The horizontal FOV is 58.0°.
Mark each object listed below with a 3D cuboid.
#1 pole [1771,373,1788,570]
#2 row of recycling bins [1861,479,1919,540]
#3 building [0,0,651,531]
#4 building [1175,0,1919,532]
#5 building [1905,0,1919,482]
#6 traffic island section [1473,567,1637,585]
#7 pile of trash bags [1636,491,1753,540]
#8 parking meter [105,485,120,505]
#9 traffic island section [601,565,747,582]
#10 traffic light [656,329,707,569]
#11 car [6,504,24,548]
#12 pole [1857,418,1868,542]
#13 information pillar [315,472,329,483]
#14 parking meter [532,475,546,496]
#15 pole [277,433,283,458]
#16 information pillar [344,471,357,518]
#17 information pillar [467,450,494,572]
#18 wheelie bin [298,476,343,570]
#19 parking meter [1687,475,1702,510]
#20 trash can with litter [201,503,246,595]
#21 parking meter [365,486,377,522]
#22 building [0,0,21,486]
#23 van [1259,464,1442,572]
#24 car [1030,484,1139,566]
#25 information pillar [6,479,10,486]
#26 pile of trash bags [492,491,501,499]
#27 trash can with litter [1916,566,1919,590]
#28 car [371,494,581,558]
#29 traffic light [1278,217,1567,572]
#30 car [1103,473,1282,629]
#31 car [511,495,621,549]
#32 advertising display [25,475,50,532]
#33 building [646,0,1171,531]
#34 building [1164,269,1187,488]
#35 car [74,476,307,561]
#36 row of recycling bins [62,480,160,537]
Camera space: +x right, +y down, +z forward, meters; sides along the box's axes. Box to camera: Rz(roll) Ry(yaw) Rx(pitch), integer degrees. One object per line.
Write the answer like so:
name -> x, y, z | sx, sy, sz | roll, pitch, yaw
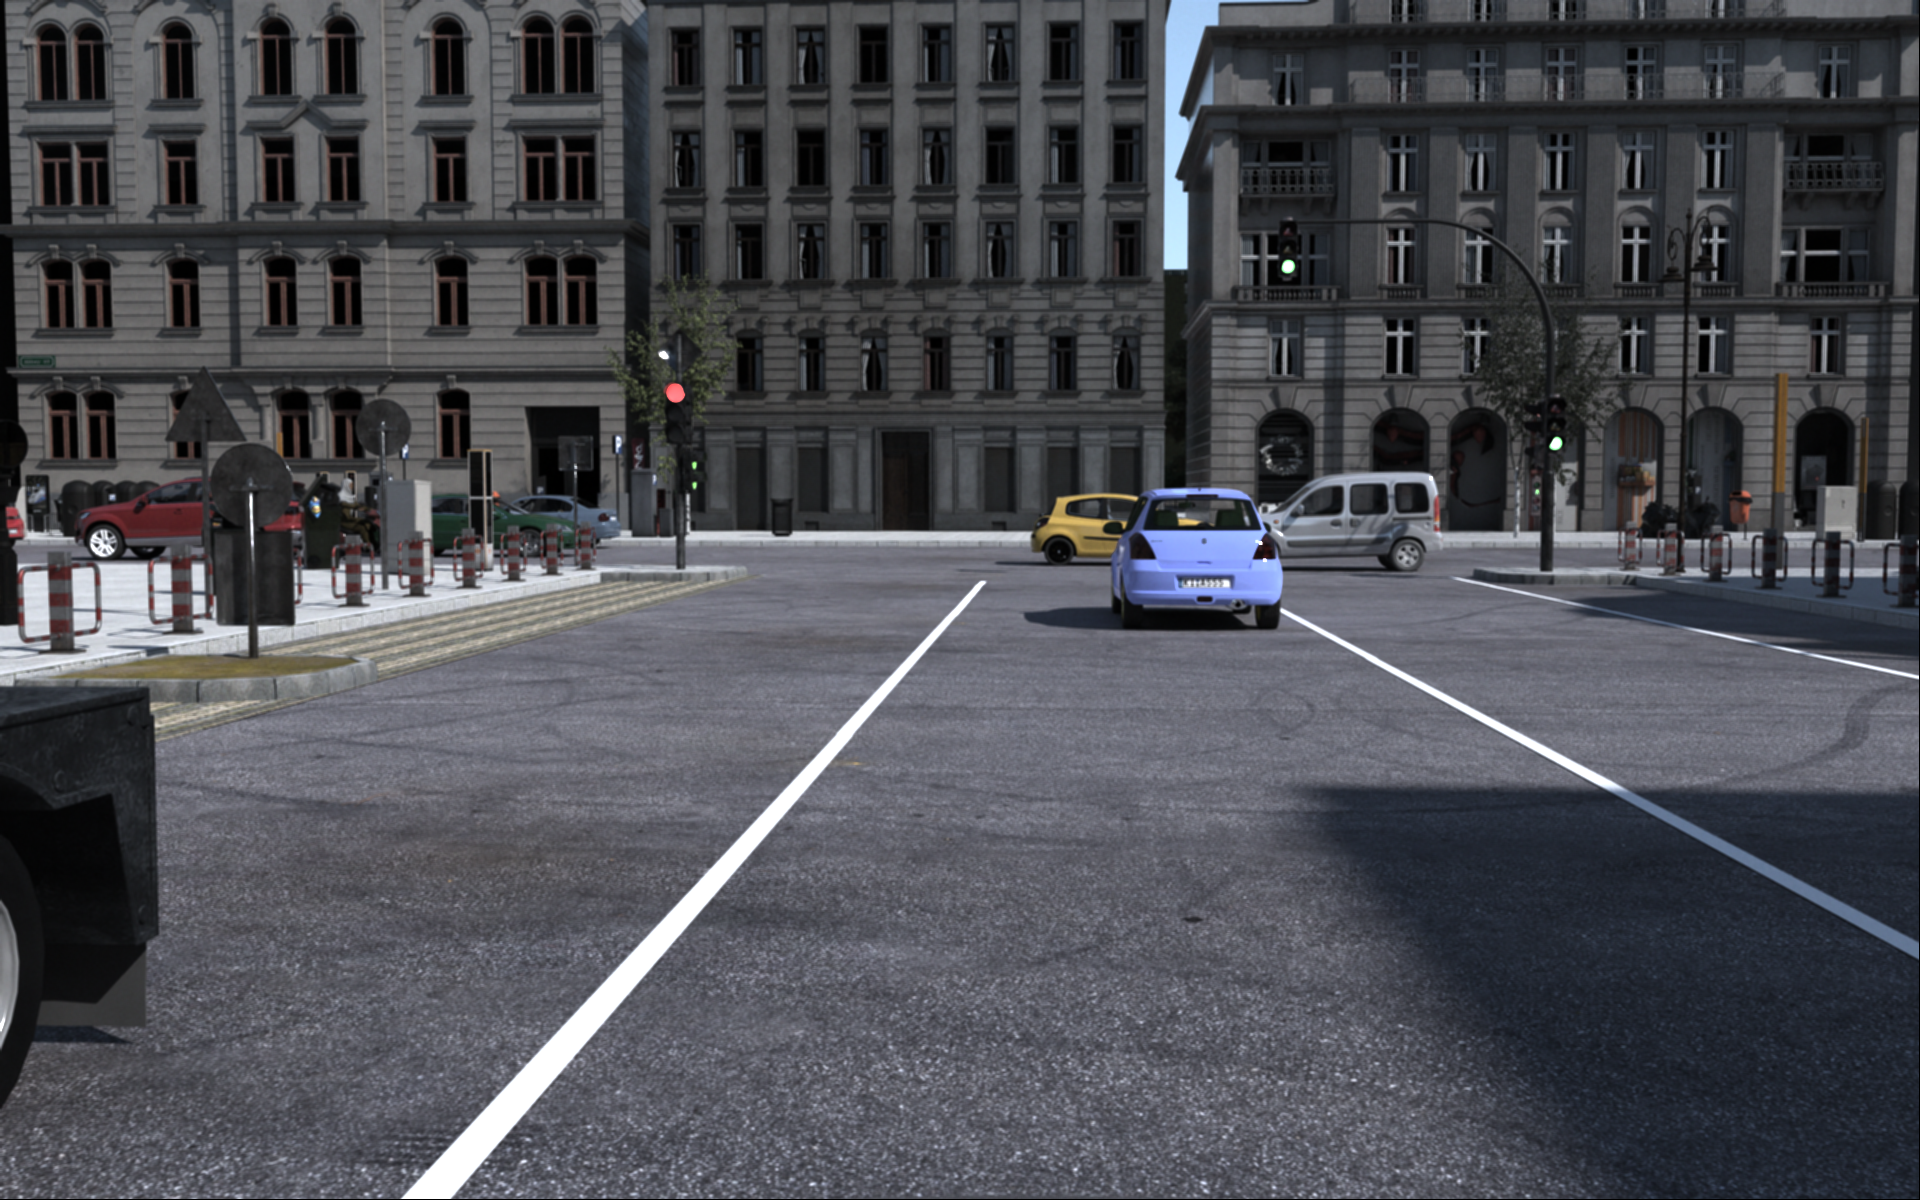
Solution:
pole -> 13.877, -2.172, 29.348 | 0.158, 3.312, 0.155 | 0, 3, 0
row of recycling bins -> 27.167, -2.523, 48.369 | 3.534, 1.692, 1.069 | 1, 4, 13
building -> -22.361, -17.093, 66.855 | 23.554, 28.519, 14.401 | 0, 4, 3
building -> 20.405, -13.575, 63.753 | 24.055, 21.916, 13.314 | 0, 4, 3
building -> 47.489, -14.940, 63.334 | 30.058, 24.678, 14.314 | 0, 4, 3
traffic island section -> 9.729, -0.393, 28.715 | 2.009, 0.180, 2.903 | 0, 4, 3
pile of trash bags -> 21.113, -2.436, 49.589 | 1.912, 1.369, 3.447 | -2, 4, -28
parking meter -> -24.183, -2.509, 49.434 | 0.372, 1.533, 0.369 | 0, 3, 0
traffic island section -> -4.786, -0.446, 29.576 | 2.009, 0.180, 2.903 | 0, 4, 3
traffic light -> -4.747, -2.478, 29.439 | 0.839, 4.253, 0.868 | 0, 4, 3
car -> -25.635, -2.070, 42.892 | 4.494, 1.783, 2.155 | 0, 4, 4
pole -> 24.141, -3.209, 46.307 | 0.158, 3.312, 0.155 | 0, 3, 0
information pillar -> -21.394, -3.281, 58.143 | 0.304, 2.012, 0.304 | 3, 4, 36
parking meter -> -13.168, -2.968, 54.244 | 0.399, 1.863, 0.255 | -1, 4, -21
pole -> -22.552, -3.894, 57.508 | 0.158, 3.312, 0.155 | 0, 3, 0
information pillar -> -19.700, -3.149, 55.976 | 0.304, 2.012, 0.304 | -2, 4, -34
information pillar -> -7.964, -1.485, 28.774 | 0.304, 2.012, 0.304 | 0, 4, 8
wheelie bin -> -10.952, -1.332, 29.694 | 0.693, 1.594, 0.980 | -2, 4, -28
parking meter -> 22.912, -2.957, 54.057 | 0.399, 1.863, 0.255 | -1, 4, -23
trash can with litter -> -9.119, -0.656, 22.114 | 1.055, 1.170, 0.624 | -1, 4, -21
parking meter -> -19.730, -3.033, 58.004 | 0.372, 1.533, 0.369 | 0, 3, 0
building -> -42.465, -14.528, 67.205 | 15.834, 23.373, 12.332 | 0, 4, 3
van -> 6.946, -1.570, 32.688 | 4.112, 2.044, 2.013 | 0, 4, 4
car -> 3.421, -1.524, 35.149 | 3.980, 1.641, 2.015 | 0, 4, 5
information pillar -> -33.589, -3.447, 60.849 | 0.304, 2.012, 0.304 | 0, 4, 7
pile of trash bags -> -15.869, -2.684, 53.633 | 3.447, 1.369, 1.912 | 0, 4, 7
trash can with litter -> 13.196, -0.717, 23.103 | 1.055, 1.170, 0.624 | 0, 4, 7
car -> -11.103, -1.722, 39.946 | 4.920, 1.459, 2.131 | 0, 4, 3
traffic light -> 7.597, -3.298, 28.585 | 4.771, 5.953, 1.251 | 0, 4, 3
car -> 2.613, -0.619, 19.720 | 1.945, 1.707, 3.694 | 0, 4, 2
car -> -11.313, -2.081, 46.030 | 4.499, 1.417, 2.014 | 0, 4, 4
advertising display -> -31.142, -3.259, 58.502 | 0.974, 1.923, 0.123 | 1, 4, 23
building -> -1.615, -13.121, 63.687 | 18.267, 20.994, 9.793 | 0, 4, 3
building -> 22.530, -27.631, 223.464 | 14.107, 30.474, 14.160 | 0, 4, 3
car -> -16.657, -1.792, 37.977 | 5.304, 1.827, 2.281 | 0, 4, 3
row of recycling bins -> -25.916, -2.816, 53.148 | 1.069, 1.692, 3.534 | 1, 4, 19
